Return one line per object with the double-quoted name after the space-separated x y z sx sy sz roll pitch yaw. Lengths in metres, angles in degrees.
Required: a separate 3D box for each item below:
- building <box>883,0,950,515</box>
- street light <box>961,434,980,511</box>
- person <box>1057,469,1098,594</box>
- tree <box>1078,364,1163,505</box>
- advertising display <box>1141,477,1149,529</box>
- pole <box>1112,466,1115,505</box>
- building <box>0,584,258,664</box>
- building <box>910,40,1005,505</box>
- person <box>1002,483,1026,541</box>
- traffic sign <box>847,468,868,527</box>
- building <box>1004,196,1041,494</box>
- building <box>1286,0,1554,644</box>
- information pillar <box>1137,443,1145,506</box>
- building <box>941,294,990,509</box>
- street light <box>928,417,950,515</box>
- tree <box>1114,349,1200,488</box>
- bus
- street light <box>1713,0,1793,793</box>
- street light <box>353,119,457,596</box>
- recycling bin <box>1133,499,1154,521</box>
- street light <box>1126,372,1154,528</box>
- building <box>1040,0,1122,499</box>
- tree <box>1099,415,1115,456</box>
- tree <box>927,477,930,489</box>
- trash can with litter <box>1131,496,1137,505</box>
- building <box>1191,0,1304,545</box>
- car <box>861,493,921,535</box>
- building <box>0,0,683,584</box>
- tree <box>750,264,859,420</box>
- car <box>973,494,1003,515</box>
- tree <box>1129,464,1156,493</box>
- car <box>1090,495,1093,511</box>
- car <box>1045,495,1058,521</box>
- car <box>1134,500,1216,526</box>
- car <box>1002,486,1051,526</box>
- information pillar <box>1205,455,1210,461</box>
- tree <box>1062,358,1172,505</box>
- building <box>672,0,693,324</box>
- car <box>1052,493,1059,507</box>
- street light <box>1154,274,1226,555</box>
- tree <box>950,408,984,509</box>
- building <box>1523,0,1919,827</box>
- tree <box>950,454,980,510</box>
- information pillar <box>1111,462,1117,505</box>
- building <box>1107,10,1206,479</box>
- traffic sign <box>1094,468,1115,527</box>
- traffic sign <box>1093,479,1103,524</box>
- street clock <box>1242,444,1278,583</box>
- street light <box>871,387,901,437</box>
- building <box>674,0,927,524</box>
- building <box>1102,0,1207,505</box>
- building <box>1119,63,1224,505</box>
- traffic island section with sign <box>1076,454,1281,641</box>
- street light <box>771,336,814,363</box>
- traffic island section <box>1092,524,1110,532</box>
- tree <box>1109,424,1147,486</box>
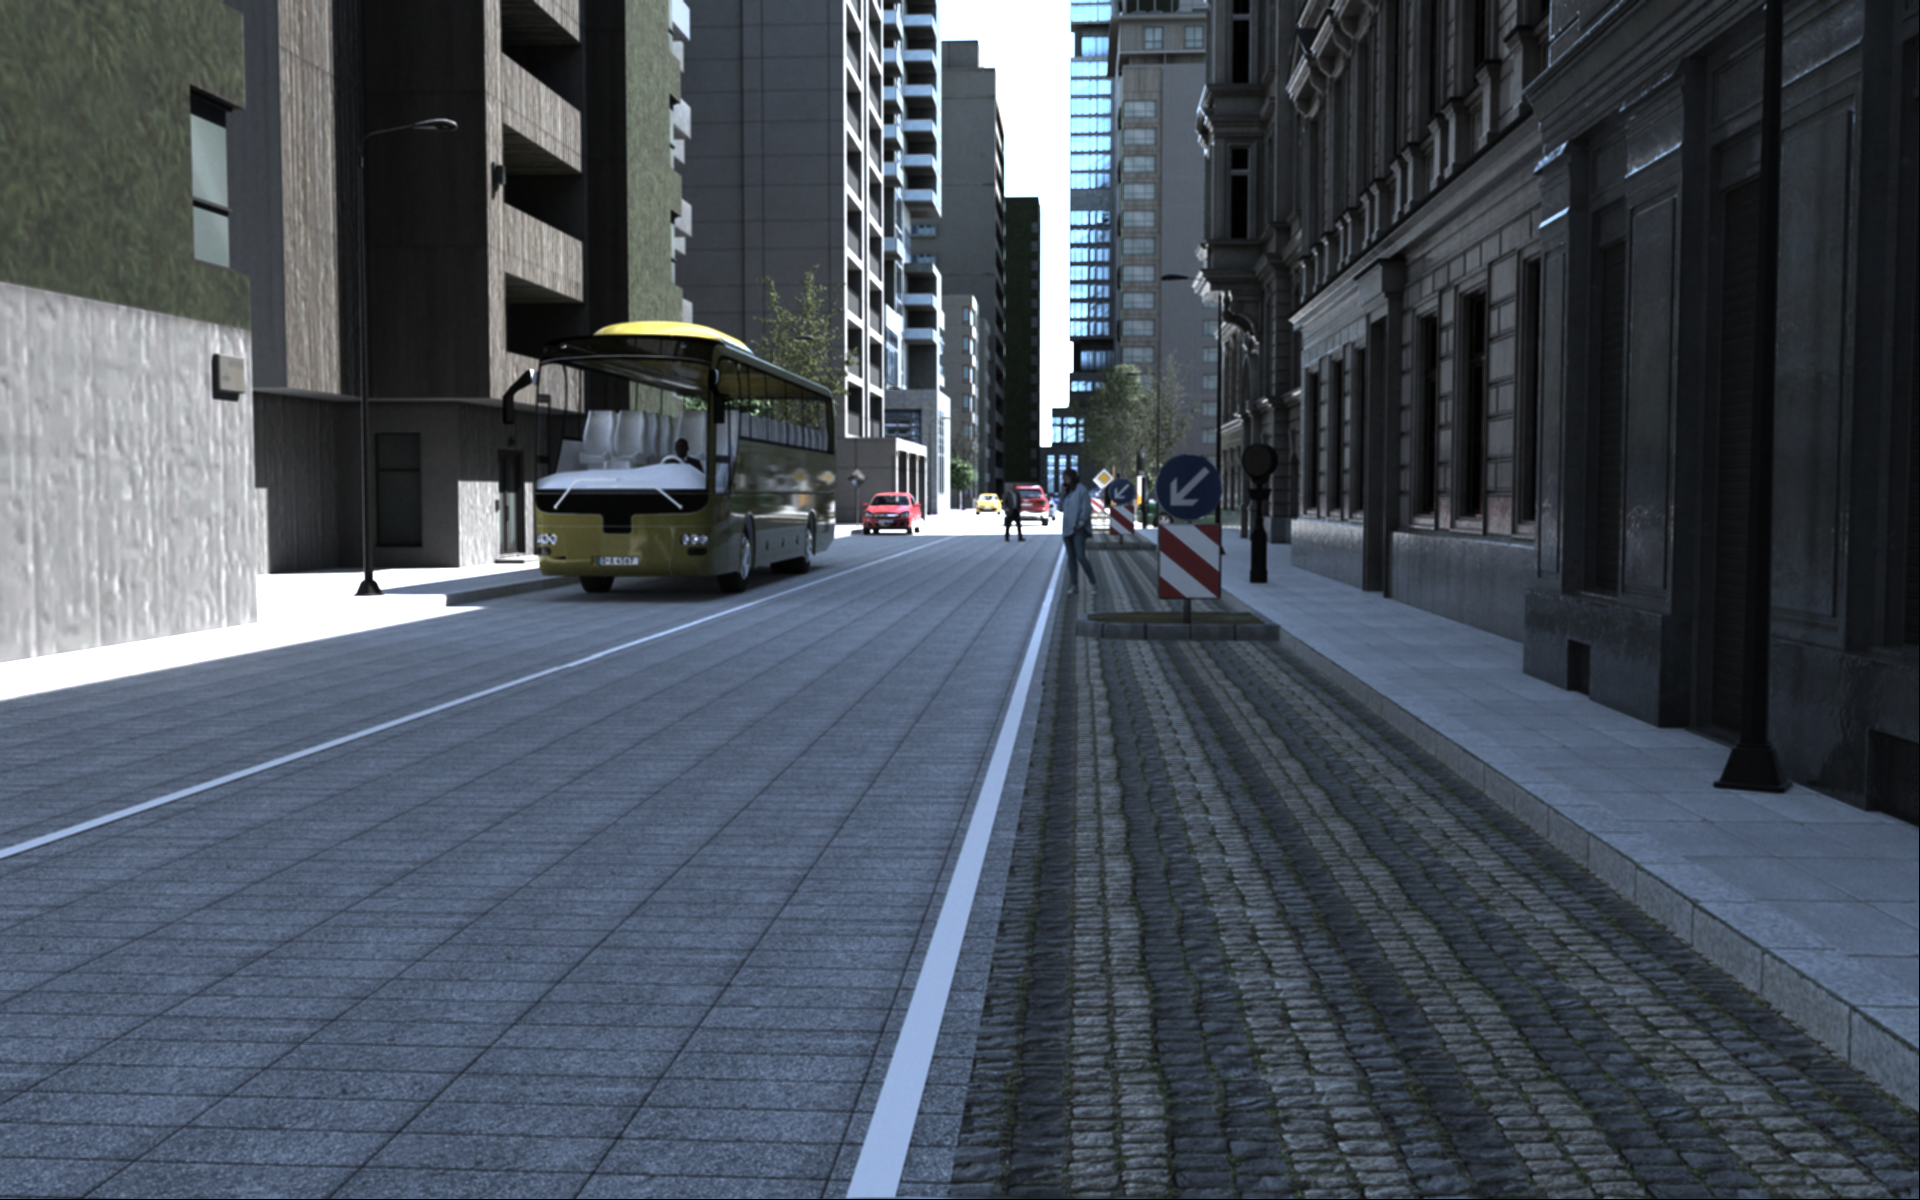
-11.453 -49.396 120.291 22.319 86.520 31.000 0 4 4 "building"
0.814 -9.889 134.218 1.470 5.913 1.316 0 4 4 "street light"
1.692 -0.978 24.755 0.793 1.790 0.793 1 4 22 "person"
14.019 -14.233 150.833 7.486 12.596 7.792 0 3 0 "tree"
6.877 -3.614 64.304 0.123 1.923 0.974 1 4 16 "advertising display"
11.159 -8.072 125.821 0.158 3.312 0.155 0 3 0 "pole"
-14.439 -14.569 9.910 14.160 30.474 14.107 0 4 4 "building"
-6.235 -34.646 190.166 21.300 48.544 21.600 0 4 4 "building"
1.641 -2.659 52.379 0.661 1.777 0.834 -2 4 -35 "person"
-3.979 -3.890 67.242 0.795 2.450 0.064 0 4 4 "traffic sign"
4.198 -34.049 240.295 14.086 41.232 14.154 0 4 4 "building"
10.034 -9.581 21.275 10.561 19.102 19.286 0 4 4 "building"
8.367 -5.420 79.964 0.504 3.616 0.183 -3 5 -41 "information pillar"
-11.697 -19.611 165.674 27.650 21.520 28.899 0 4 4 "building"
-1.274 -8.080 104.649 1.470 5.913 1.316 0 4 4 "street light"
10.284 -8.476 88.950 4.360 8.622 3.978 0 3 0 "tree"
-4.101 -2.256 28.431 2.896 3.916 12.252 0 4 4 "bus"
2.943 -2.136 7.471 1.470 5.913 1.316 0 4 4 "street light"
-6.928 -3.004 21.660 1.470 5.913 1.316 0 4 4 "street light"
8.624 -4.213 81.443 0.722 1.027 0.722 -3 5 -39 "recycling bin"
7.012 -5.719 66.046 1.470 5.913 1.316 0 4 4 "street light"
26.973 -56.809 241.492 31.000 86.520 22.319 0 4 4 "building"
13.243 -11.500 138.394 4.360 8.622 3.978 0 3 0 "tree"
-2.501 -6.477 100.501 1.663 3.219 1.824 0 3 0 "tree"
10.419 -5.498 101.282 0.624 1.170 1.055 -1 4 -18 "trash can with litter"
13.882 -14.016 48.241 14.460 24.649 34.723 0 4 4 "building"
-2.438 -3.272 62.536 2.155 1.783 4.494 0 4 4 "car"
-13.768 -15.942 32.353 14.160 30.474 14.107 0 4 4 "building"
-5.342 -6.478 56.275 4.737 8.622 4.395 0 3 0 "tree"
1.956 -6.675 119.359 2.015 1.641 3.980 0 4 3 "car"
11.835 -7.067 110.150 1.663 3.219 1.824 0 3 0 "tree"
9.924 -7.382 132.695 2.014 1.417 4.499 0 4 3 "car"
4.331 -4.997 93.696 2.014 1.417 4.499 0 4 3 "car"
9.518 -3.557 69.948 4.920 1.459 2.131 0 4 2 "car"
3.024 -4.299 78.954 2.281 1.827 5.304 0 4 2 "car"
14.860 -6.892 104.039 0.183 3.616 0.504 -2 4 -25 "information pillar"
11.154 -11.290 119.006 7.601 10.594 8.767 2 4 33 "tree"
-25.196 -26.808 57.921 30.456 49.044 23.786 0 4 4 "building"
9.375 -9.360 162.620 1.945 1.707 3.694 0 4 3 "car"
4.945 -3.926 36.732 1.470 5.913 1.316 0 4 4 "street light"
0.075 -12.029 147.030 4.360 8.622 3.978 0 3 0 "tree"
8.092 -9.383 2.566 9.793 20.994 18.267 0 4 4 "building"
-0.057 -9.651 141.506 4.285 4.588 4.351 0 3 0 "tree"
11.399 -8.381 128.389 0.504 3.616 0.183 -2 4 -35 "information pillar"
30.415 -36.631 188.160 28.713 52.752 27.495 0 4 4 "building"
5.541 -3.848 66.565 0.795 2.450 0.064 0 4 4 "traffic sign"
6.093 -4.336 74.531 0.795 2.450 0.064 0 4 4 "traffic sign"
4.325 -1.251 25.026 0.471 2.002 0.358 2 4 35 "street clock"
-3.261 -6.267 75.015 1.470 5.913 1.316 0 4 4 "street light"
-12.219 -39.477 83.708 20.563 71.187 20.611 0 4 4 "building"
27.981 -47.336 212.193 20.563 71.187 20.611 0 4 4 "building"
22.587 -29.643 168.251 14.154 41.232 14.086 0 4 4 "building"
2.194 -0.561 17.797 1.989 1.847 2.006 0 4 4 "traffic island section with sign"
-4.990 -4.794 50.926 1.470 5.913 1.316 0 4 4 "street light"
5.565 -2.713 66.640 2.009 0.180 2.903 0 4 4 "traffic island section"
15.265 -12.759 158.969 4.737 8.622 4.395 0 3 0 "tree"
